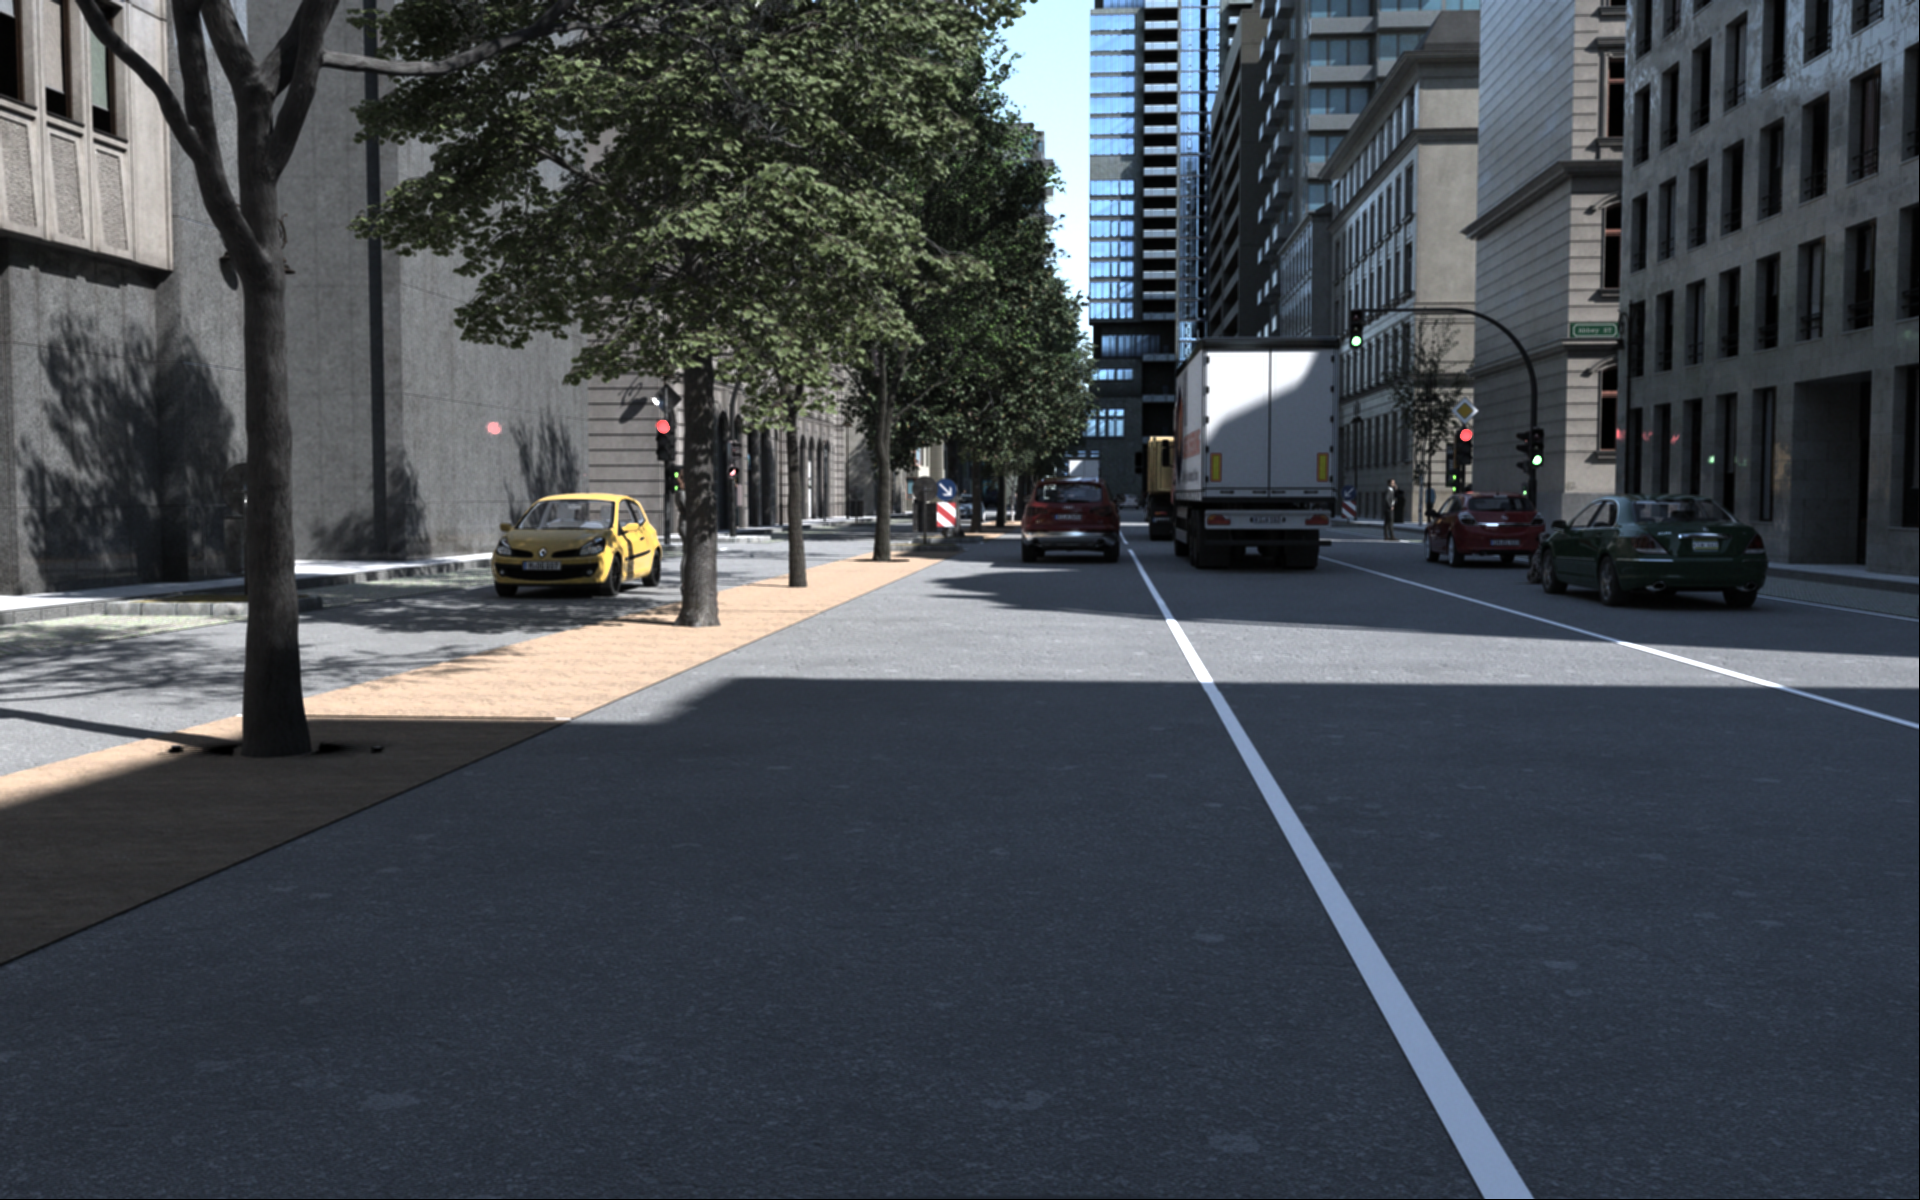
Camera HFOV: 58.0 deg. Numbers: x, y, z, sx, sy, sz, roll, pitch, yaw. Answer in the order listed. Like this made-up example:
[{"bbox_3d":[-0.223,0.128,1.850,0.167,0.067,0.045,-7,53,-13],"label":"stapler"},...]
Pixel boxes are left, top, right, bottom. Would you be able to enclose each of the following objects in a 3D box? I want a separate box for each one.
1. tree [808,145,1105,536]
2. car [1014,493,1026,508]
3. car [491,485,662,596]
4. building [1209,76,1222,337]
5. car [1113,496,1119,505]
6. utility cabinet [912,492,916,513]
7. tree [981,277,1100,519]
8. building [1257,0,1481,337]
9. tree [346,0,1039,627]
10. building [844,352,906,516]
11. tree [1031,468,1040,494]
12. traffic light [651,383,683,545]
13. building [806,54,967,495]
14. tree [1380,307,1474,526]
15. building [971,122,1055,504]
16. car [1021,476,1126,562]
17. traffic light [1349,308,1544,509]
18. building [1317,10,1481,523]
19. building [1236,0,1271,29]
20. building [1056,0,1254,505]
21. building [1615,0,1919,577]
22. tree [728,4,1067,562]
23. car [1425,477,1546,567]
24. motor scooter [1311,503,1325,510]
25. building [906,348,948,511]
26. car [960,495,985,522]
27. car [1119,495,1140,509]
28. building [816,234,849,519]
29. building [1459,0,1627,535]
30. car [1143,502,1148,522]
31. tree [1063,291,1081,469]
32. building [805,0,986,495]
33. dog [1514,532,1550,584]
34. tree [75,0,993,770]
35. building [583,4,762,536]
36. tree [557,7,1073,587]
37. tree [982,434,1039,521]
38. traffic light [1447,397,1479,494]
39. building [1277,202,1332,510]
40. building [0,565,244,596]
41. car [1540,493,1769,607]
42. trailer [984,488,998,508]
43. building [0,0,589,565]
[{"bbox_3d":[-0.225,-8.274,54.747,9.611,12.733,9.660,0,3,0],"label":"tree"},{"bbox_3d":[6.458,-10.121,175.076,1.945,1.707,3.694,0,4,3],"label":"car"},{"bbox_3d":[-5.590,-0.933,25.482,2.015,1.641,3.980,0,4,3],"label":"car"},{"bbox_3d":[38.561,-34.555,188.682,21.300,48.544,21.600,0,4,5],"label":"building"},{"bbox_3d":[18.346,-11.285,196.873,2.083,1.381,4.827,0,4,4],"label":"car"},{"bbox_3d":[-3.126,-6.742,118.914,0.318,1.500,1.173,0,4,-1],"label":"utility cabinet"},{"bbox_3d":[3.404,-11.528,97.600,9.857,13.997,8.962,0,3,0],"label":"tree"},{"bbox_3d":[36.112,-31.843,140.243,23.786,49.044,30.456,0,4,5],"label":"building"},{"bbox_3d":[-2.889,-6.007,18.792,7.486,12.596,7.792,0,3,0],"label":"tree"},{"bbox_3d":[-9.539,-15.576,109.418,10.420,20.320,16.860,0,4,5],"label":"building"},{"bbox_3d":[4.783,-9.893,114.563,4.737,8.622,4.395,0,3,0],"label":"tree"},{"bbox_3d":[-7.435,-3.368,43.986,0.839,4.253,0.868,0,4,5],"label":"traffic light"},{"bbox_3d":[-6.860,-29.324,163.041,14.154,41.232,14.086,0,4,5],"label":"building"},{"bbox_3d":[18.652,-7.261,69.072,4.360,8.622,3.978,0,3,0],"label":"tree"},{"bbox_3d":[-3.132,-36.869,222.418,30.456,49.044,23.786,0,4,5],"label":"building"},{"bbox_3d":[2.473,-1.788,37.910,2.281,1.827,5.304,0,4,6],"label":"car"},{"bbox_3d":[11.868,-4.139,42.332,4.771,5.953,1.251,0,4,5],"label":"traffic light"},{"bbox_3d":[28.701,-15.757,90.910,16.112,22.955,30.059,0,4,5],"label":"building"},{"bbox_3d":[36.862,-33.241,167.189,21.300,48.544,21.600,0,4,5],"label":"building"},{"bbox_3d":[27.986,-55.374,218.043,31.000,86.520,22.319,0,4,5],"label":"building"},{"bbox_3d":[20.569,-10.910,33.137,10.420,20.320,16.860,0,4,5],"label":"building"},{"bbox_3d":[-1.549,-6.602,36.158,9.928,11.665,9.643,0,3,0],"label":"tree"},{"bbox_3d":[10.631,-1.602,35.232,2.155,1.783,4.494,0,4,6],"label":"car"},{"bbox_3d":[16.014,-3.957,77.481,0.815,1.314,1.986,0,4,3],"label":"motor scooter"},{"bbox_3d":[-15.711,-18.205,142.686,27.650,21.520,28.899,0,4,5],"label":"building"},{"bbox_3d":[0.241,-4.601,87.231,2.014,1.417,4.499,0,4,6],"label":"car"},{"bbox_3d":[16.145,-9.357,165.354,2.083,1.381,4.827,0,4,6],"label":"car"},{"bbox_3d":[-13.350,-15.043,87.752,13.314,21.916,24.055,0,4,5],"label":"building"},{"bbox_3d":[29.051,-16.355,54.786,23.554,28.519,14.401,0,4,5],"label":"building"},{"bbox_3d":[10.510,-4.766,89.930,2.014,1.417,4.499,0,4,4],"label":"car"},{"bbox_3d":[0.516,-8.732,63.352,7.486,12.596,7.792,0,3,0],"label":"tree"},{"bbox_3d":[-11.809,-36.687,189.073,27.495,52.752,28.713,0,4,5],"label":"building"},{"bbox_3d":[9.175,-0.667,27.748,0.800,0.831,0.513,-1,4,-13],"label":"dog"},{"bbox_3d":[-3.743,-5.880,8.970,12.009,13.543,11.850,0,3,0],"label":"tree"},{"bbox_3d":[-13.980,-13.573,63.716,13.314,21.916,24.055,0,4,5],"label":"building"},{"bbox_3d":[-2.432,-5.486,26.564,8.767,10.594,7.601,0,4,5],"label":"tree"},{"bbox_3d":[2.741,-8.427,90.598,4.360,8.622,3.978,0,3,0],"label":"tree"},{"bbox_3d":[14.592,-3.752,50.269,0.839,4.253,0.868,0,4,5],"label":"traffic light"},{"bbox_3d":[26.893,-16.279,115.306,9.793,20.994,18.267,0,4,5],"label":"building"},{"bbox_3d":[-17.795,-12.179,17.147,12.078,24.808,19.932,0,4,5],"label":"building"},{"bbox_3d":[9.251,-0.712,23.435,2.131,1.459,4.920,0,4,4],"label":"car"},{"bbox_3d":[3.197,-10.373,176.654,1.471,1.999,3.904,0,4,6],"label":"trailer"},{"bbox_3d":[-20.000,-13.519,39.060,19.932,24.808,12.078,0,4,5],"label":"building"}]
